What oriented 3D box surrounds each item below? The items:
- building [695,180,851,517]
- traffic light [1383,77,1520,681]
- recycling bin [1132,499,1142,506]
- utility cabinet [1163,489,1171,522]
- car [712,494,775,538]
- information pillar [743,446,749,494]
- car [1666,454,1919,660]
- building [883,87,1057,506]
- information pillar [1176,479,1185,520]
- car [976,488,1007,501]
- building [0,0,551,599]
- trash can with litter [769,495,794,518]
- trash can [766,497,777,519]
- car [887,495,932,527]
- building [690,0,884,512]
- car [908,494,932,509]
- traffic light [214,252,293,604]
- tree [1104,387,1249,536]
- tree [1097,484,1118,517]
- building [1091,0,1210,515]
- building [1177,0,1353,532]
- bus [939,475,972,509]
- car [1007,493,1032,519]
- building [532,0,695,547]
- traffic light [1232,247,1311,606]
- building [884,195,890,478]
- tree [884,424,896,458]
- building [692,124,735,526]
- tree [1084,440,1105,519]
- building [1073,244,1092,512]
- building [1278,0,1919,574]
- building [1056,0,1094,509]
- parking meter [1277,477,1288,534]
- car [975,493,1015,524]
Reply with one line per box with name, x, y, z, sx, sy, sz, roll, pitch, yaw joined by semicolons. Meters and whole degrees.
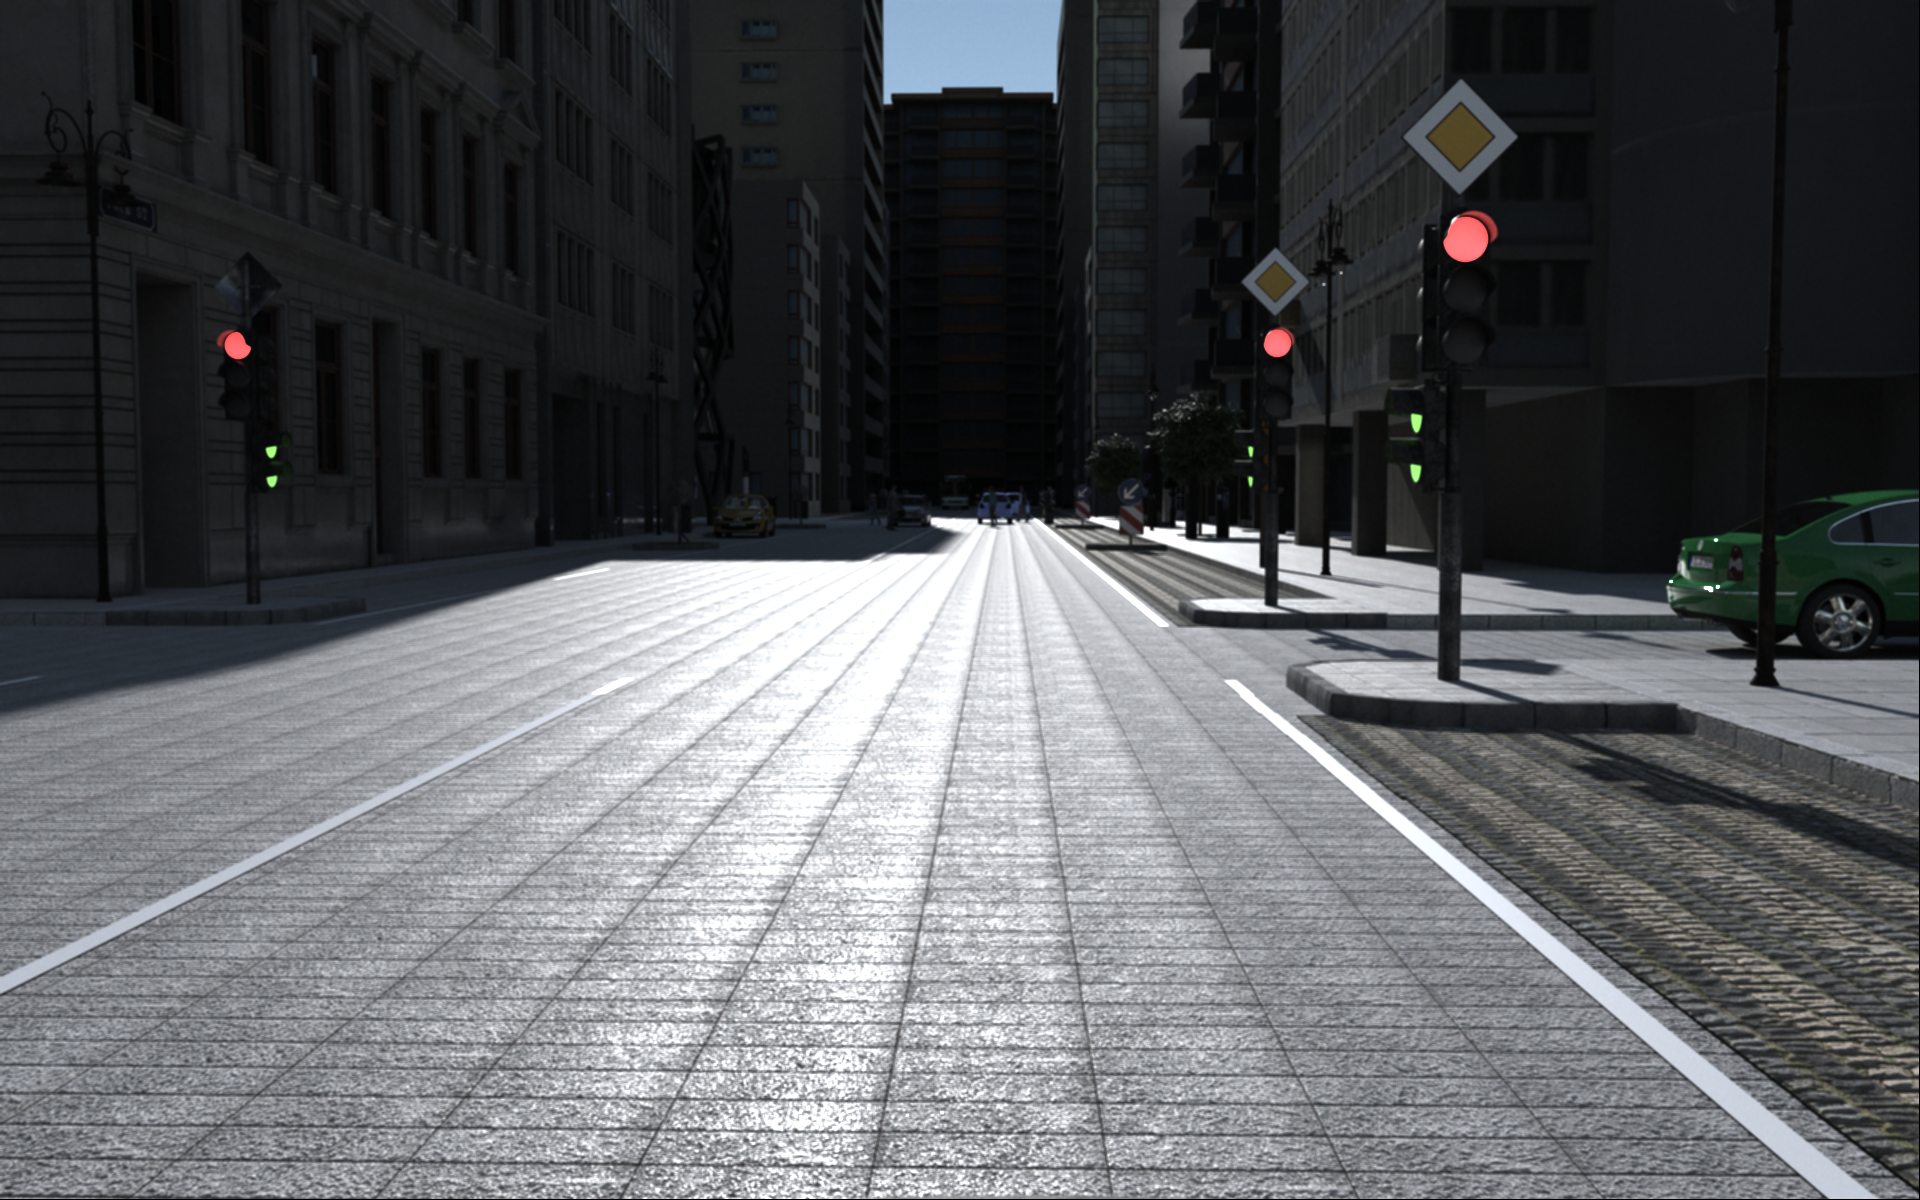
building;-22.072;-16.222;110.271;27.650;21.520;28.899;0;4;1
traffic light;3.361;-1.403;11.861;0.839;4.253;0.868;0;4;1
recycling bin;8.325;-4.168;80.703;0.722;1.027;0.722;0;4;6
utility cabinet;8.515;-3.815;71.061;0.318;1.500;1.173;0;4;5
car;-7.179;-2.909;57.793;2.015;1.641;3.980;0;3;0
information pillar;-10.374;-5.659;83.884;0.183;3.616;0.504;1;4;19
car;8.959;-0.420;15.657;4.718;1.807;1.959;0;4;2
building;0.719;-32.717;189.548;28.867;44.769;22.147;0;4;1
information pillar;10.962;-4.992;86.108;0.304;2.012;0.304;3;5;44
car;2.161;-6.273;111.233;2.281;1.827;5.304;0;4;0
building;-15.165;-11.876;30.333;11.583;22.565;21.152;0;4;1
trash can with litter;-9.893;-5.037;93.404;2.233;1.210;1.678;3;4;38
trash can;-9.284;-4.471;84.749;0.748;1.137;0.748;0;3;0
car;-2.237;-3.987;77.187;2.014;1.417;4.499;0;4;2
building;-17.331;-31.301;135.477;21.300;48.544;21.600;0;4;1
car;-2.689;-5.832;105.139;2.009;1.686;4.222;0;4;1
traffic light;-8.240;-1.909;20.132;0.839;4.253;0.868;0;4;1
tree;7.311;-4.247;53.154;4.285;4.588;4.351;0;3;0
tree;8.307;-6.363;98.640;1.663;3.219;1.824;0;3;0
building;15.547;-26.218;112.254;14.154;41.232;14.086;0;4;1
building;20.524;-25.388;69.724;22.147;44.769;28.867;0;4;1
bus;-0.441;-10.334;163.821;2.948;3.499;13.247;0;4;0
car;3.229;-5.600;101.150;1.945;1.707;3.694;0;4;3
building;-15.748;-14.286;51.593;12.078;24.808;19.932;0;4;1
traffic light;3.567;-1.891;19.844;0.839;4.253;0.868;0;4;1
building;-13.779;-23.984;163.840;14.107;30.474;14.160;0;4;1
tree;-7.927;-12.526;155.160;4.360;8.622;3.978;0;3;0
building;-17.975;-12.441;70.867;16.820;18.784;16.811;0;4;1
tree;8.134;-6.496;89.928;4.285;4.588;4.351;0;3;0
building;23.246;-17.681;134.117;27.650;21.520;28.899;0;4;1
building;19.396;-20.859;32.918;23.993;40.220;32.217;0;4;1
building;19.834;-32.732;158.864;21.300;48.544;21.600;0;4;1
parking meter;10.347;-3.063;55.795;0.399;1.863;0.255;1;4;13
car;1.702;-4.580;84.467;1.945;1.707;3.694;0;4;0
